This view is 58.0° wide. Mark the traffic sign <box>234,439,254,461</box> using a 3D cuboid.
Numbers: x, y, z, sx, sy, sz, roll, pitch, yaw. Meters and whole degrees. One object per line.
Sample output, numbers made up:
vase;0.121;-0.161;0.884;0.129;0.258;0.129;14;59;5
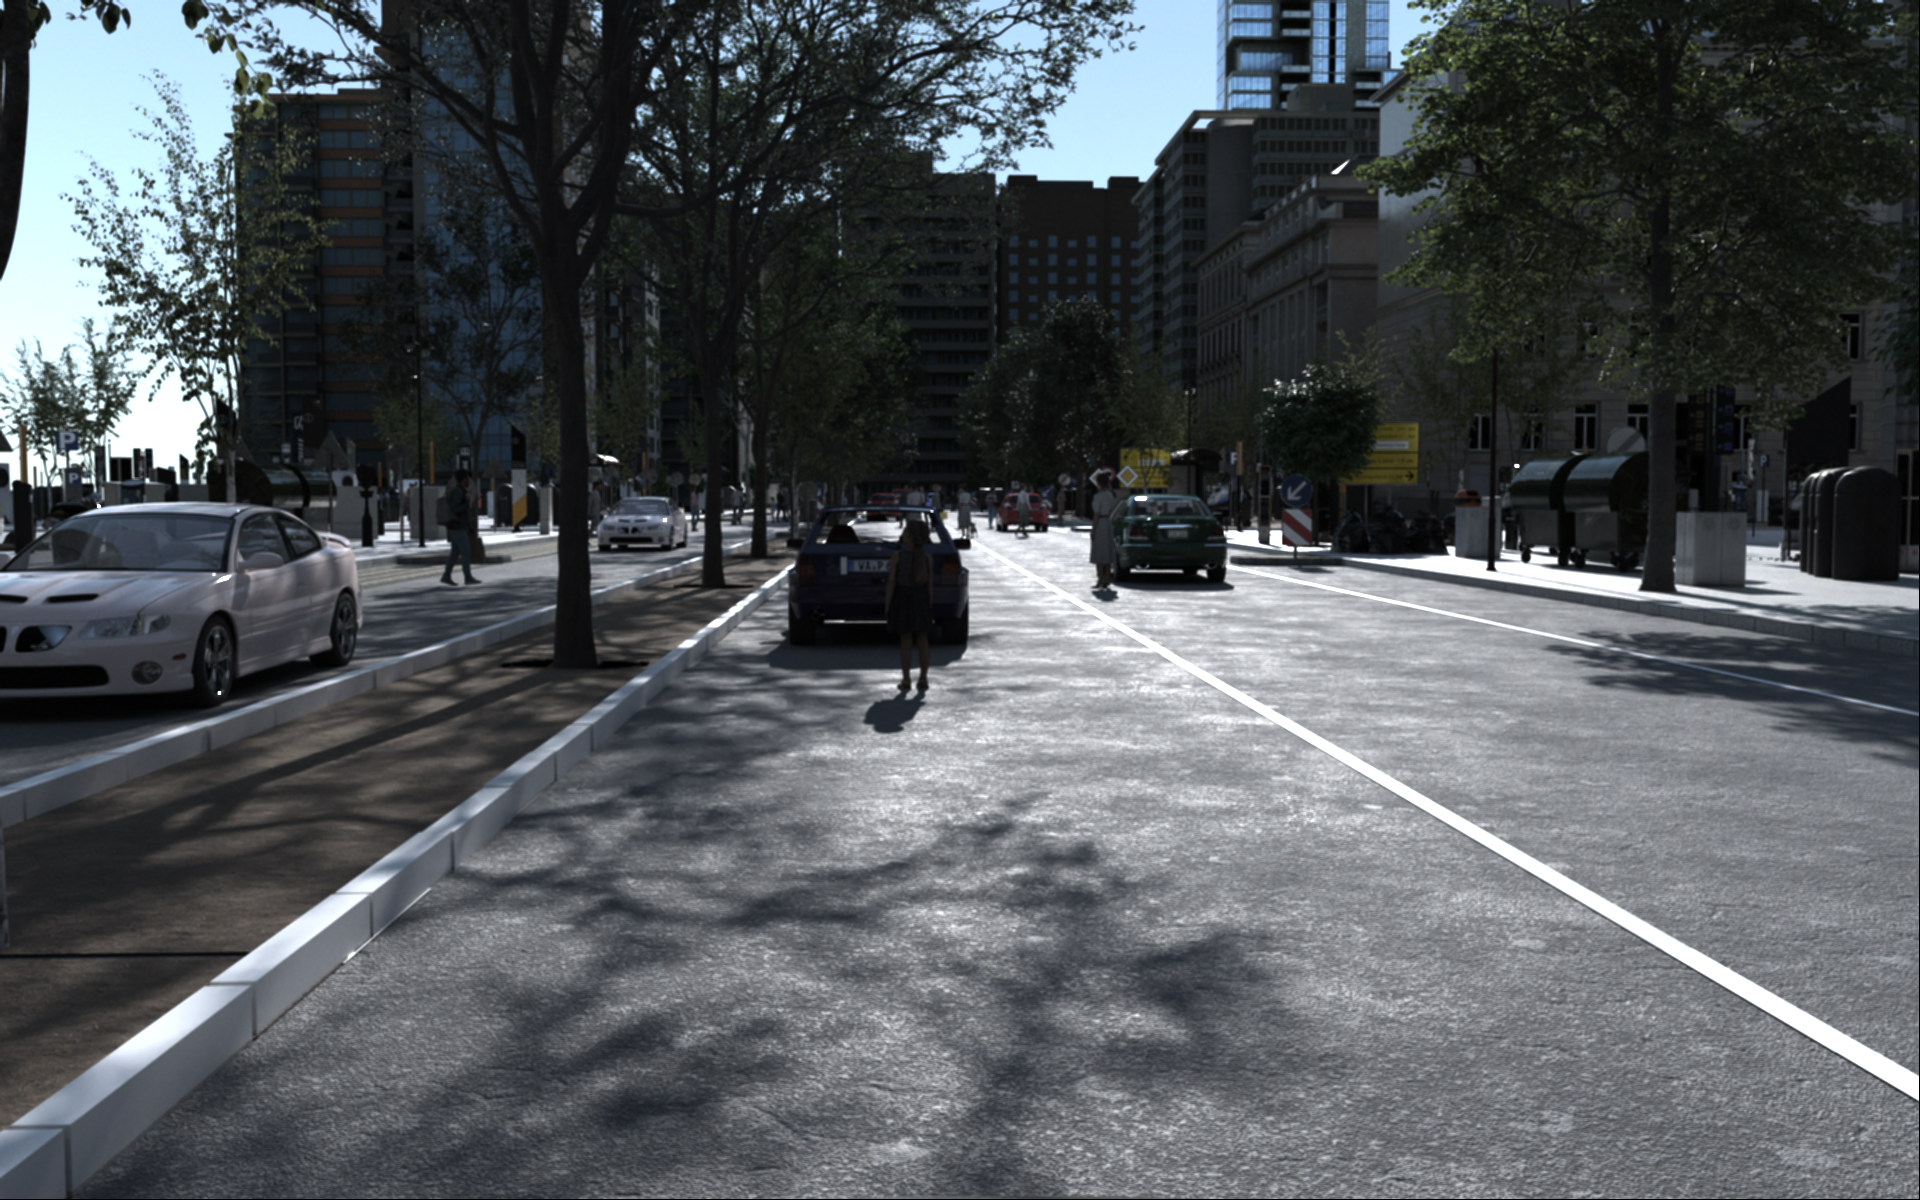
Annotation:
traffic sign;-16.825;-2.481;40.560;0.884;2.594;0.081;0;4;3

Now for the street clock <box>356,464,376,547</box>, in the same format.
street clock;-14.414;-2.294;42.081;0.471;2.002;0.358;2;4;34

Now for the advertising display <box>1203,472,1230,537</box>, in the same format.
advertising display;7.658;-2.844;51.709;0.974;1.923;0.123;-2;4;-34

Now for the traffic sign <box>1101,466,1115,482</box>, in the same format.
traffic sign;6.658;-4.797;78.537;0.768;2.556;0.104;0;4;6

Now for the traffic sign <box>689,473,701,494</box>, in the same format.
traffic sign;-16.293;-6.503;106.429;0.768;2.556;0.104;0;4;3

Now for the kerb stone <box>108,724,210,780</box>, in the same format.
kerb stone;-4.203;0.802;9.077;0.120;0.150;1.000;0;4;-2

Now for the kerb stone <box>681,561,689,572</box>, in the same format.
kerb stone;-5.108;-0.575;31.591;0.120;0.150;1.000;0;4;-2

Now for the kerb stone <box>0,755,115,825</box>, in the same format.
kerb stone;-4.157;0.867;8.057;0.120;0.150;1.000;0;4;-2

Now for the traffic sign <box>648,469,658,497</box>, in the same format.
traffic sign;-15.753;-5.381;88.085;0.768;2.556;0.104;0;4;5

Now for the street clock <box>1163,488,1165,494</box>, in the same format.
street clock;10.296;-5.024;86.719;0.358;2.002;0.471;1;4;16

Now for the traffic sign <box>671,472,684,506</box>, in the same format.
traffic sign;-16.444;-6.151;100.679;0.768;2.556;0.104;0;4;3

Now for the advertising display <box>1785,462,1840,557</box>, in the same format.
advertising display;17.065;-1.803;34.694;0.123;1.923;0.974;-3;5;-42

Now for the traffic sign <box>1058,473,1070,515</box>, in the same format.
traffic sign;6.415;-6.525;106.784;0.768;2.556;0.104;0;4;-1

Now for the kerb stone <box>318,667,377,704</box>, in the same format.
kerb stone;-4.320;0.615;12.146;0.120;0.150;1.000;0;4;-2

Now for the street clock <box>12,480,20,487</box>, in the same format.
street clock;-48.386;-5.161;88.949;0.471;2.002;0.358;-3;5;-40

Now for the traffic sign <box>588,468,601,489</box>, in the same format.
traffic sign;-17.854;-5.148;84.280;0.768;2.556;0.104;0;4;-1

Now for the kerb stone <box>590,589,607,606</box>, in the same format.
kerb stone;-4.735;-0.012;22.385;0.120;0.150;1.000;0;4;-2

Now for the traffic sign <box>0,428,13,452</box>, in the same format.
traffic sign;-12.424;-1.343;21.958;0.884;2.594;0.081;0;4;6

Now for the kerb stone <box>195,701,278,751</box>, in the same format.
kerb stone;-4.233;0.741;10.099;0.120;0.150;1.000;0;4;-2

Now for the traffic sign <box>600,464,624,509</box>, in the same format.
traffic sign;-11.596;-3.305;57.686;0.795;2.450;0.064;0;4;-2

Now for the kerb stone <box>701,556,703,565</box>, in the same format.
kerb stone;-5.241;-0.760;34.665;0.120;0.150;1.000;0;4;-2

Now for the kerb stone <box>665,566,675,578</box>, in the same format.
kerb stone;-5.022;-0.449;29.544;0.120;0.150;1.000;0;4;-2

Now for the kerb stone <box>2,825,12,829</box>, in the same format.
kerb stone;-4.113;0.928;7.032;0.120;0.150;1.000;0;4;-2

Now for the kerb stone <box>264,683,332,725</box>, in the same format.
kerb stone;-4.277;0.677;11.125;0.120;0.150;1.000;0;4;-2

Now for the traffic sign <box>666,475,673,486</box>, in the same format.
traffic sign;-17.340;-6.240;103.215;0.795;2.450;0.064;0;4;0

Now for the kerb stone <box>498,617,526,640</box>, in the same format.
kerb stone;-4.524;0.301;17.277;0.120;0.150;1.000;0;4;-2

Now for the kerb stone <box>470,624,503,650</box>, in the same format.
kerb stone;-4.488;0.365;16.248;0.120;0.150;1.000;0;4;-2

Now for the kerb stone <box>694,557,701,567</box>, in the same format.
kerb stone;-5.194;-0.698;33.644;0.120;0.150;1.000;0;4;-2

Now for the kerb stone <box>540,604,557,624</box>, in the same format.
kerb stone;-4.608;0.176;19.320;0.120;0.150;1.000;0;4;-2

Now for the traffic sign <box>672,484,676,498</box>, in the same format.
traffic sign;-20.642;-7.638;124.988;0.768;2.556;0.104;0;4;0

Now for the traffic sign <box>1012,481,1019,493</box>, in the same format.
traffic sign;4.403;-8.296;137.770;0.606;2.300;0.079;0;4;6

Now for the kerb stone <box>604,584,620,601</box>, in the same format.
kerb stone;-4.772;-0.074;23.406;0.120;0.150;1.000;0;4;-2

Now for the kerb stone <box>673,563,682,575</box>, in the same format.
kerb stone;-5.066;-0.512;30.565;0.120;0.150;1.000;0;4;-2

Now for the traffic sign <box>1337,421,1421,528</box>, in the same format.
traffic sign;11.761;-3.354;48.707;2.265;3.308;0.079;0;4;6

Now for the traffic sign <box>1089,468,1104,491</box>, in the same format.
traffic sign;5.312;-3.835;66.341;0.795;2.450;0.064;0;4;-2

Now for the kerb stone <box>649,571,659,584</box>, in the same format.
kerb stone;-4.946;-0.324;27.501;0.120;0.150;1.000;0;4;-2

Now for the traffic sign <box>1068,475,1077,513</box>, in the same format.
traffic sign;7.538;-7.120;116.522;0.768;2.556;0.104;0;4;1

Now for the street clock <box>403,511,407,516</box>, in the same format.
street clock;-32.475;-5.911;101.209;0.358;2.002;0.471;-3;5;-41

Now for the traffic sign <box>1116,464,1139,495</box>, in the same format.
traffic sign;5.635;-3.347;58.362;0.795;2.450;0.064;0;4;-2

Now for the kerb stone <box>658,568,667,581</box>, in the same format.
kerb stone;-4.992;-0.387;28.522;0.120;0.150;1.000;0;4;-2

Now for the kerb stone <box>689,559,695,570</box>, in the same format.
kerb stone;-5.154;-0.637;32.612;0.120;0.150;1.000;0;4;-2

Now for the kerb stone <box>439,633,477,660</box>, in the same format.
kerb stone;-4.448;0.426;15.224;0.120;0.150;1.000;0;4;-2

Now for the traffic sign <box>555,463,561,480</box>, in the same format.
traffic sign;-16.049;-4.286;70.179;0.768;2.556;0.104;0;4;7

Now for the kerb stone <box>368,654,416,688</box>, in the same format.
kerb stone;-4.353;0.552;13.174;0.120;0.150;1.000;0;4;-2

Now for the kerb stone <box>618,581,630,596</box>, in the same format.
kerb stone;-4.824;-0.134;24.430;0.120;0.150;1.000;0;4;-2

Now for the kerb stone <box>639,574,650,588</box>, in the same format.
kerb stone;-4.906;-0.262;26.480;0.120;0.150;1.000;0;4;-2

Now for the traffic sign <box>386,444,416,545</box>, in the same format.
traffic sign;-14.171;-2.681;43.937;0.768;2.556;0.104;0;4;1

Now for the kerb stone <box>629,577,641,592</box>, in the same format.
kerb stone;-4.864;-0.194;25.455;0.120;0.150;1.000;0;4;-2

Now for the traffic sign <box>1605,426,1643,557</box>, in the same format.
traffic sign;12.431;-1.978;32.445;0.768;2.556;0.104;0;4;1

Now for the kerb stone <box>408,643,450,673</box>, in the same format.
kerb stone;-4.395;0.491;14.200;0.120;0.150;1.000;0;4;-2

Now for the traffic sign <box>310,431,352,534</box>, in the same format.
traffic sign;-12.928;-2.176;35.582;0.884;2.594;0.081;0;4;5

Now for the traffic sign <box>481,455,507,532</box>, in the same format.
traffic sign;-15.551;-3.537;57.835;0.884;2.594;0.081;0;4;2

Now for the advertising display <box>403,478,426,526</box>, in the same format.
advertising display;-22.222;-3.989;70.435;0.974;1.923;0.123;-1;4;-16

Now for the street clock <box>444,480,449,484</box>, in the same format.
street clock;-26.859;-5.264;90.644;0.358;2.002;0.471;-1;4;-19

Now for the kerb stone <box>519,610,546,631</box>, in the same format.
kerb stone;-4.565;0.238;18.299;0.120;0.150;1.000;0;4;-2

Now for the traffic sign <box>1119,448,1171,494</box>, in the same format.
traffic sign;8.122;-5.020;75.949;2.265;3.308;0.079;0;4;1

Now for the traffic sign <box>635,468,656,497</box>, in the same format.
traffic sign;-11.919;-3.793;65.665;0.795;2.450;0.064;0;4;-2

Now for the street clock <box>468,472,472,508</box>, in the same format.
street clock;-16.015;-3.171;56.414;0.358;2.002;0.471;2;4;35
